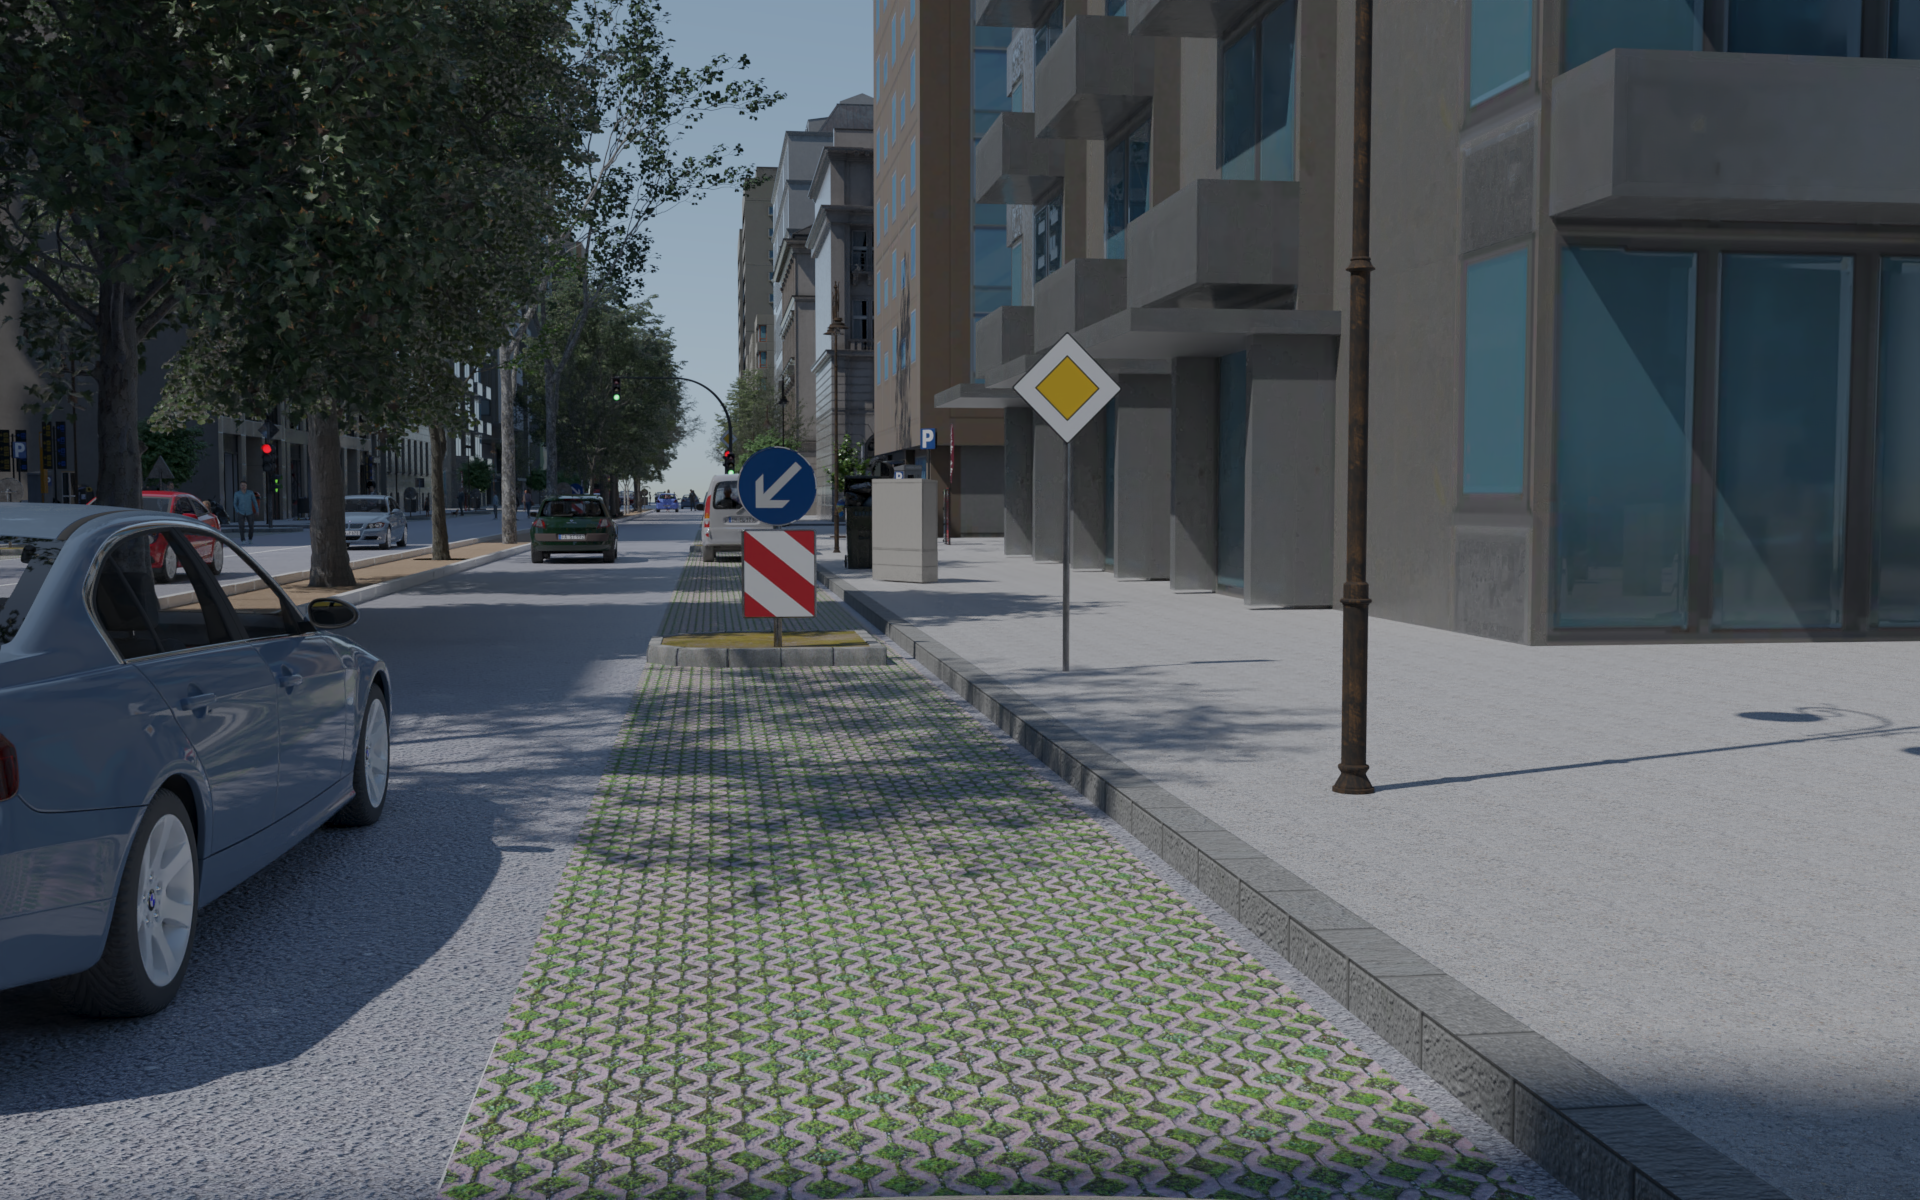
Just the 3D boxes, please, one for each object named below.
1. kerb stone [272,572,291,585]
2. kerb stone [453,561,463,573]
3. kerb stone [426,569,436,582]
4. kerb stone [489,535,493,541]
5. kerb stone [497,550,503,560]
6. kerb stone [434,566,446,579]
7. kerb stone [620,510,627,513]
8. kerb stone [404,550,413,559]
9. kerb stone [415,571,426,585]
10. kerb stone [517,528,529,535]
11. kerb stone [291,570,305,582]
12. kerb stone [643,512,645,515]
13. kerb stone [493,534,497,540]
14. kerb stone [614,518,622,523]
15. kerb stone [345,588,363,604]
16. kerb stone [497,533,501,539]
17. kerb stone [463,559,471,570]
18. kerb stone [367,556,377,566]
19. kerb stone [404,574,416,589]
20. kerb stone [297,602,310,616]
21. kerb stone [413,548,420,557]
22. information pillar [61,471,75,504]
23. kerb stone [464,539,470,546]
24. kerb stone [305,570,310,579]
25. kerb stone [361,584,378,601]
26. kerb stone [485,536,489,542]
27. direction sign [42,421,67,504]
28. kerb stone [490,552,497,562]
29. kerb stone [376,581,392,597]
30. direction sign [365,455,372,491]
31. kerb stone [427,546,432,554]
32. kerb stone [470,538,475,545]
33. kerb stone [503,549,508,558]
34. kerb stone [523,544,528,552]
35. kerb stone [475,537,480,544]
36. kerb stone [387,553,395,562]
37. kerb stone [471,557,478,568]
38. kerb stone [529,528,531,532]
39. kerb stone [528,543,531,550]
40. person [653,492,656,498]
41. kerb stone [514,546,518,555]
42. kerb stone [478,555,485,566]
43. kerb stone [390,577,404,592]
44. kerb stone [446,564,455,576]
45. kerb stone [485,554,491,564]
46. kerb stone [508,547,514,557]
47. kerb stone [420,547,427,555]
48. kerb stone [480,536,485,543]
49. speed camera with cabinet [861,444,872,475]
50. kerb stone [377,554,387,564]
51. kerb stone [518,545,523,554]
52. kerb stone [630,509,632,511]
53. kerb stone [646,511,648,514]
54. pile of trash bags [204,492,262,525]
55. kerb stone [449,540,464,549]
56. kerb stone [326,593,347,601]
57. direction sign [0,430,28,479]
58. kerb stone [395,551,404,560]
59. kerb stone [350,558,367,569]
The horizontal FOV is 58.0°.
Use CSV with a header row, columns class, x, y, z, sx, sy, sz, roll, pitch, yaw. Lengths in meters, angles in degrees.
class,x,y,z,sx,sy,sz,roll,pitch,yaw
kerb stone,-10.744,-0.307,27.212,0.120,0.150,1.000,-1,4,-8
kerb stone,-9.248,-0.575,31.600,0.120,0.150,1.000,-1,4,-8
kerb stone,-8.823,-0.389,28.551,0.120,0.150,1.000,-1,4,-8
kerb stone,-14.387,-1.859,52.592,0.120,0.150,1.000,-1,4,-8
kerb stone,-10.125,-0.947,37.683,0.120,0.150,1.000,-1,4,-8
kerb stone,-8.961,-0.451,29.567,0.120,0.150,1.000,-1,4,-8
kerb stone,-26.087,-6.858,134.316,0.120,0.150,1.000,-1,4,-8
kerb stone,-12.333,-0.990,38.378,0.120,0.150,1.000,-1,4,-8
kerb stone,-8.674,-0.327,27.540,0.120,0.150,1.000,-1,4,-8
kerb stone,-15.835,-2.480,62.739,0.120,0.150,1.000,-1,4,-8
kerb stone,-10.895,-0.368,28.223,0.120,0.150,1.000,-1,4,-8
kerb stone,-21.234,-5.694,115.305,0.120,0.150,1.000,-1,4,-8
kerb stone,-14.525,-1.920,53.605,0.120,0.150,1.000,-1,4,-8
kerb stone,-17.173,-3.951,86.887,0.120,0.150,1.000,-1,4,-8
kerb stone,-7.941,-0.016,22.450,0.120,0.150,1.000,-1,4,-8
kerb stone,-14.665,-1.983,54.618,0.120,0.150,1.000,-1,4,-8
kerb stone,-9.391,-0.637,32.612,0.120,0.150,1.000,-1,4,-8
kerb stone,-11.762,-0.741,34.308,0.120,0.150,1.000,-1,4,-8
kerb stone,-8.522,-0.262,26.529,0.120,0.150,1.000,-1,4,-8
kerb stone,-7.640,0.109,20.414,0.120,0.150,1.000,-1,4,-8
kerb stone,-12.487,-1.052,39.394,0.120,0.150,1.000,-1,4,-8
information pillar,-28.984,-3.173,56.373,0.304,2.012,0.304,1,4,13
kerb stone,-13.654,-1.547,47.520,0.120,0.150,1.000,-1,4,-8
kerb stone,-11.036,-0.419,29.237,0.120,0.150,1.000,-1,4,-8
kerb stone,-8.087,-0.077,23.475,0.120,0.150,1.000,-1,4,-8
kerb stone,-14.240,-1.797,51.580,0.120,0.150,1.000,-1,4,-8
direction sign,-28.247,-3.797,54.079,0.876,3.537,0.379,1,4,16
kerb stone,-9.981,-0.880,36.664,0.120,0.150,1.000,-1,4,-8
kerb stone,-8.229,-0.140,24.488,0.120,0.150,1.000,-1,4,-8
direction sign,-34.262,-6.630,100.403,0.379,3.537,0.876,0,4,6
kerb stone,-12.778,-1.176,41.429,0.120,0.150,1.000,-1,4,-8
kerb stone,-13.805,-1.607,48.538,0.120,0.150,1.000,-1,4,-8
kerb stone,-10.267,-1.010,38.701,0.120,0.150,1.000,-1,4,-8
kerb stone,-10.845,-1.257,42.753,0.120,0.150,1.000,-1,4,-8
kerb stone,-13.942,-1.673,49.552,0.120,0.150,1.000,-1,4,-8
kerb stone,-12.057,-0.865,36.346,0.120,0.150,1.000,-1,4,-8
kerb stone,-9.545,-0.699,33.628,0.120,0.150,1.000,-1,4,-8
kerb stone,-15.983,-2.537,63.755,0.120,0.150,1.000,-1,4,-8
kerb stone,-10.991,-1.316,43.765,0.120,0.150,1.000,-1,4,-8
person,-53.035,-17.882,301.656,1.217,1.735,0.721,-1,4,-21
kerb stone,-10.563,-1.128,40.725,0.120,0.150,1.000,-1,4,-8
kerb stone,-9.680,-0.761,34.642,0.120,0.150,1.000,-1,4,-8
kerb stone,-8.375,-0.202,25.503,0.120,0.150,1.000,-1,4,-8
kerb stone,-9.102,-0.507,30.583,0.120,0.150,1.000,-1,4,-8
kerb stone,-9.832,-0.823,35.653,0.120,0.150,1.000,-1,4,-8
kerb stone,-10.410,-1.071,39.714,0.120,0.150,1.000,-1,4,-8
kerb stone,-12.639,-1.113,40.410,0.120,0.150,1.000,-1,4,-8
kerb stone,-14.084,-1.735,50.570,0.120,0.150,1.000,-1,4,-8
speed camera with cabinet,-3.323,-4.549,68.714,0.660,3.252,2.038,-3,4,-37
kerb stone,-11.899,-0.803,35.327,0.120,0.150,1.000,-1,4,-8
kerb stone,-10.702,-1.195,41.738,0.120,0.150,1.000,-1,4,-8
kerb stone,-27.548,-7.478,144.467,0.120,0.150,1.000,-1,4,-8
kerb stone,-21.970,-6.005,120.380,0.120,0.150,1.000,-1,4,-8
pile of trash bags,-31.321,-3.874,73.091,3.447,1.369,1.912,-2,4,-29
kerb stone,-13.510,-1.482,46.509,0.120,0.150,1.000,-1,4,-8
kerb stone,-7.792,0.047,21.434,0.120,0.150,1.000,-1,4,-8
direction sign,-33.302,-4.218,60.964,0.876,3.537,0.379,-1,4,-20
kerb stone,-12.197,-0.921,37.359,0.120,0.150,1.000,-1,4,-8
kerb stone,-11.608,-0.677,33.291,0.120,0.150,1.000,-1,4,-8
